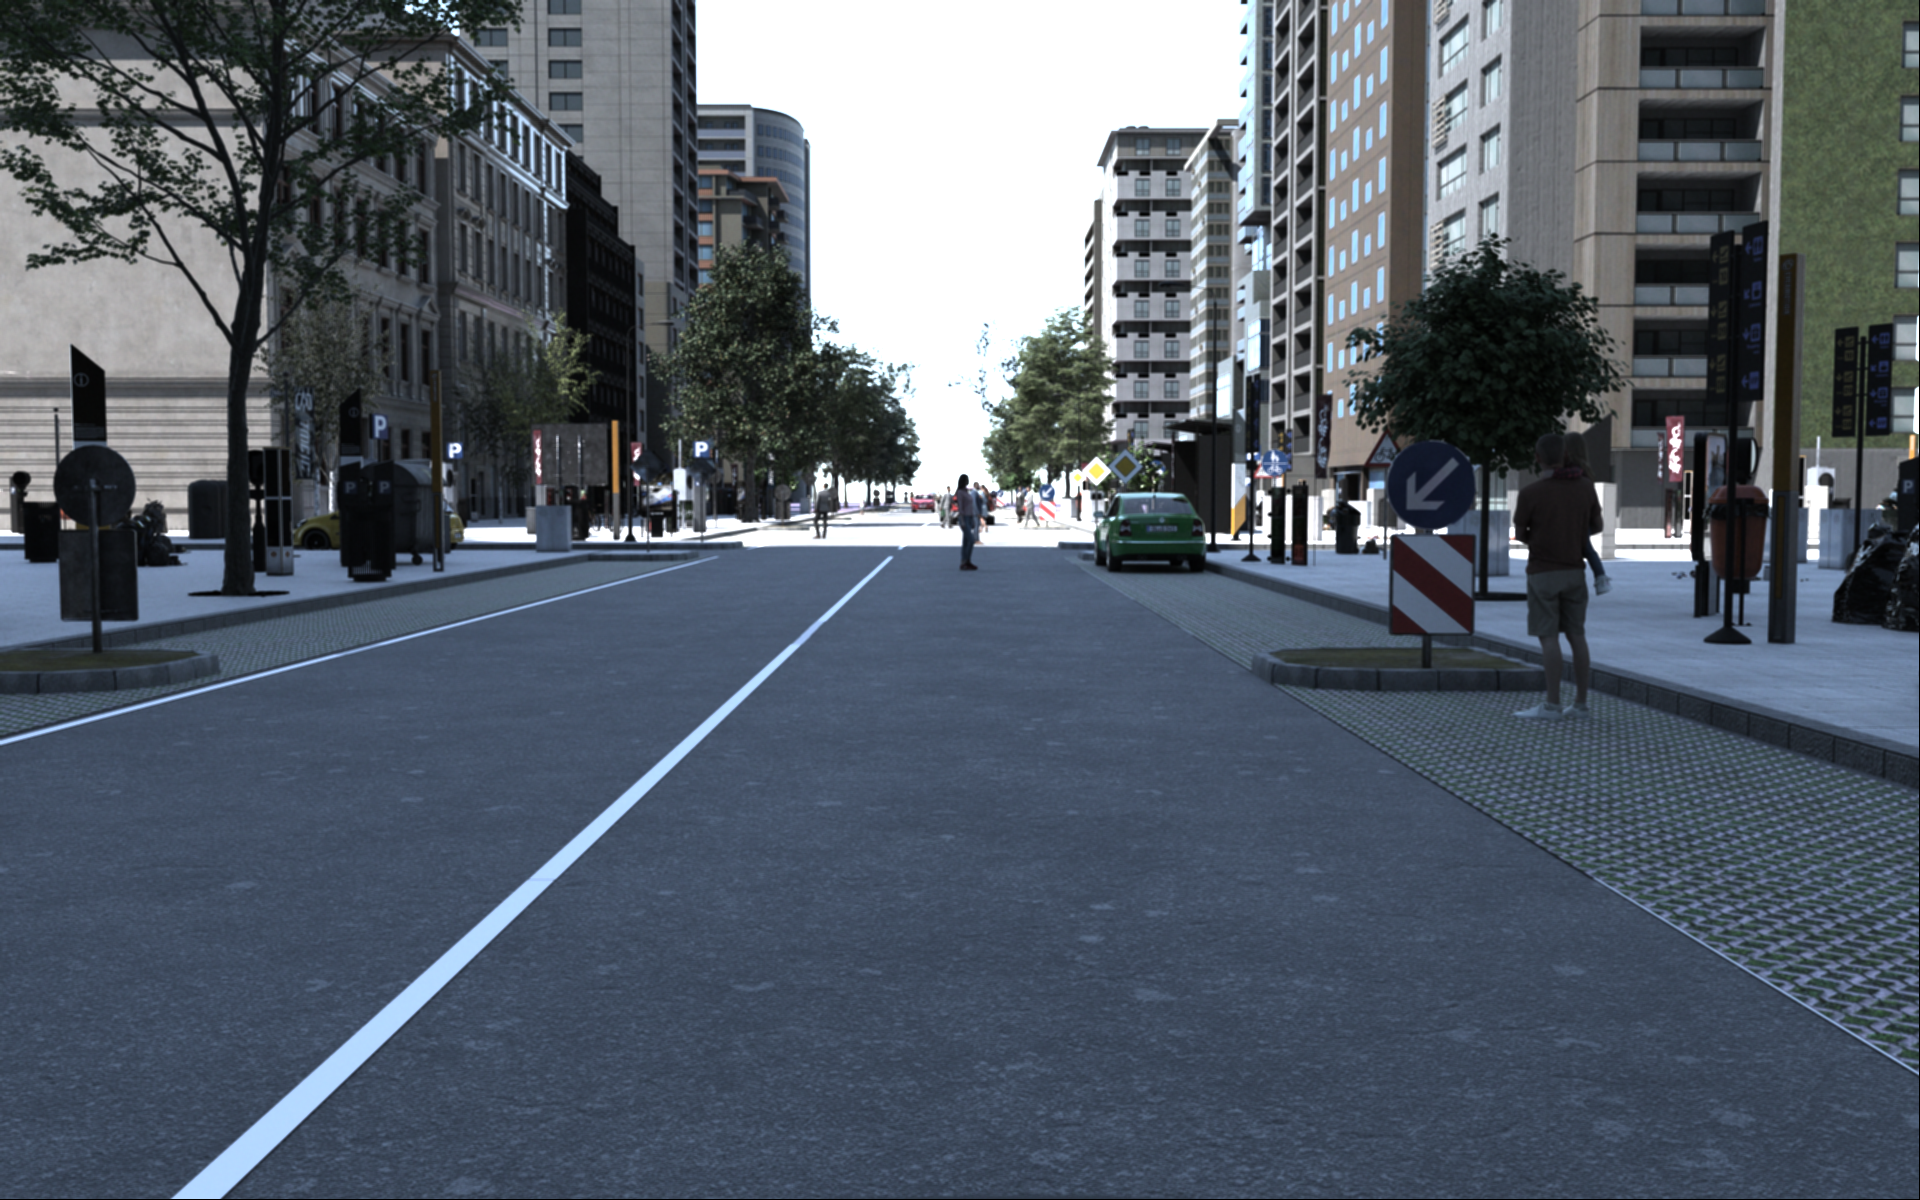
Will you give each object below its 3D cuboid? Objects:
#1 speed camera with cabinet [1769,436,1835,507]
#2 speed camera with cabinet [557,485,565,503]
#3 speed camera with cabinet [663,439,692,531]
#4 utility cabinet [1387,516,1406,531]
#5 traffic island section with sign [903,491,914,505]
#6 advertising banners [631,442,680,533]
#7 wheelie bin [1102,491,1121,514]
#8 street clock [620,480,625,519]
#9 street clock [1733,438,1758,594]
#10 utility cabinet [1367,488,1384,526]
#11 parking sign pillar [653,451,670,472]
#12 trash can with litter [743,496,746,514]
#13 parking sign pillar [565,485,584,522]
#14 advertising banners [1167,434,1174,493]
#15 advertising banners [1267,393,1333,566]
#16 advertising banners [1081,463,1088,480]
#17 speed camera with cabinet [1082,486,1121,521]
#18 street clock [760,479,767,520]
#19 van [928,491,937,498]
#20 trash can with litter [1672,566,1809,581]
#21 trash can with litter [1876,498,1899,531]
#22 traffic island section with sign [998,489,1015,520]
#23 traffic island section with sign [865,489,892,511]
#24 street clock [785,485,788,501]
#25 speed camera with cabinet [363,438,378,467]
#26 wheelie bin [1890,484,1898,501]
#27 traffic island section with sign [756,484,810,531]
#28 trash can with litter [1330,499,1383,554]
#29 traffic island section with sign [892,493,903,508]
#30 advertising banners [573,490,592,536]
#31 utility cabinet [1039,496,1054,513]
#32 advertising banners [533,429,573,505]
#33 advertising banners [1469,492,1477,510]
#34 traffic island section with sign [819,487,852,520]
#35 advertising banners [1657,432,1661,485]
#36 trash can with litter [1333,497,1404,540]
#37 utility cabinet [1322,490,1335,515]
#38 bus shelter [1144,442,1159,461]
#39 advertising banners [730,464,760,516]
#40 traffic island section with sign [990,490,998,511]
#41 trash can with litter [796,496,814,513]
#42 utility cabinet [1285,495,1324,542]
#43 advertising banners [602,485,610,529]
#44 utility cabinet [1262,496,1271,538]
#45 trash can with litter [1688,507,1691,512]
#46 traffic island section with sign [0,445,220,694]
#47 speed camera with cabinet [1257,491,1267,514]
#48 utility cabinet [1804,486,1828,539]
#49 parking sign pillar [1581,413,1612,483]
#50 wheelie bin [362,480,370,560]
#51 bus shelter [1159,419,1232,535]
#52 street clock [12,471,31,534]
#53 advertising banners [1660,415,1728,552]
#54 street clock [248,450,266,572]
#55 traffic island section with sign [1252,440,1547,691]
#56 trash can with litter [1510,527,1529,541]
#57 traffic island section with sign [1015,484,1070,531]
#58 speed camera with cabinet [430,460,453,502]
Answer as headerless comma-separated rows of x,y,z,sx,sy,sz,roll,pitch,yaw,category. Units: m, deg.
28.656,-3.951,58.927,2.038,3.252,0.660,0,4,-8,speed camera with cabinet
-20.880,-5.869,90.289,0.660,3.252,2.038,2,4,33,speed camera with cabinet
-10.200,-4.125,61.781,0.660,3.252,2.038,2,4,25,speed camera with cabinet
15.386,-3.060,61.190,0.306,1.237,1.020,3,5,44,utility cabinet
-7.021,-13.407,227.835,1.989,1.847,2.006,0,3,0,traffic island section with sign
-10.144,-3.749,57.486,2.074,3.025,0.090,2,4,32,advertising banners
7.000,-4.407,79.963,0.980,1.594,0.693,2,4,34,wheelie bin
-17.524,-5.220,89.918,0.358,2.002,0.471,0,4,-3,street clock
10.081,-1.086,22.325,0.358,2.002,0.471,3,5,41,street clock
16.457,-3.657,68.479,0.318,1.500,1.173,3,4,38,utility cabinet
-18.673,-7.345,108.566,1.447,3.967,1.447,2,4,29,parking sign pillar
-12.511,-5.400,99.684,0.624,1.170,1.055,-2,4,-31,trash can with litter
-17.514,-5.521,78.747,1.447,3.967,1.447,1,4,12,parking sign pillar
6.115,-3.304,50.204,0.090,3.025,2.074,1,4,10,advertising banners
6.109,-2.139,31.155,0.090,3.025,2.074,-1,4,-20,advertising banners
7.507,-6.110,96.089,0.090,3.025,2.074,-3,5,-45,advertising banners
6.772,-5.405,82.707,2.038,3.252,0.660,-3,4,-37,speed camera with cabinet
-9.664,-4.934,85.235,0.358,2.002,0.471,1,4,16,street clock
-4.391,-16.331,274.027,2.013,2.044,4.112,0,4,2,van
11.709,-0.941,26.438,1.678,1.210,2.233,0,4,-4,trash can with litter
26.418,-2.292,48.856,1.055,1.170,0.624,-1,4,-22,trash can with litter
3.283,-5.343,95.990,1.989,1.847,2.006,0,3,0,traffic island section with sign
-6.971,-8.414,146.193,1.989,1.847,2.006,0,3,0,traffic island section with sign
-9.701,-5.582,95.840,0.471,2.002,0.358,-1,4,-12,street clock
-15.962,-3.162,46.033,0.660,3.252,2.038,-2,4,-30,speed camera with cabinet
28.207,-2.679,51.709,0.980,1.594,0.693,-1,4,-14,wheelie bin
-6.913,-3.620,67.820,1.989,1.847,2.006,0,3,0,traffic island section with sign
8.530,-1.580,37.226,1.055,1.170,0.624,0,4,-7,trash can with litter
-6.996,-10.062,173.148,1.989,1.847,2.006,0,3,0,traffic island section with sign
-11.976,-3.466,52.861,2.074,3.025,0.090,3,4,38,advertising banners
5.800,-6.415,116.042,1.020,1.237,0.306,-1,4,-18,utility cabinet
-10.942,-3.065,46.294,0.090,3.025,2.074,-3,4,-38,advertising banners
17.776,-3.915,60.204,0.090,3.025,2.074,2,4,26,advertising banners
-6.932,-5.269,94.775,1.989,1.847,2.006,0,3,0,traffic island section with sign
20.403,-3.279,49.796,0.090,3.025,2.074,3,5,43,advertising banners
11.766,-2.334,49.215,2.233,1.210,1.678,1,4,19,trash can with litter
17.902,-4.621,84.235,0.318,1.500,1.173,0,4,-6,utility cabinet
9.533,-5.495,81.132,1.731,3.624,6.357,0,3,0,bus shelter
-12.556,-6.426,101.250,2.074,3.025,0.090,-3,5,-41,advertising banners
3.268,-8.386,145.744,1.989,1.847,2.006,0,3,0,traffic island section with sign
-10.378,-6.564,118.376,1.678,1.210,2.233,0,4,-4,trash can with litter
9.355,-2.198,47.094,1.020,1.237,0.306,3,5,40,utility cabinet
-12.951,-4.103,63.279,0.090,3.025,2.074,0,4,-5,advertising banners
9.340,-2.411,50.576,1.020,1.237,0.306,3,5,43,utility cabinet
20.750,-2.232,47.879,1.055,1.170,0.624,0,4,4,trash can with litter
-6.882,-0.284,13.268,1.989,1.847,2.006,0,3,0,traffic island section with sign
14.363,-5.663,86.928,2.038,3.252,0.660,0,4,6,speed camera with cabinet
23.658,-2.438,48.544,1.173,1.500,0.318,2,4,23,utility cabinet
20.989,-4.237,57.748,1.447,3.967,1.447,-1,4,-12,parking sign pillar
-11.502,-1.576,33.673,0.693,1.594,0.980,0,4,-6,wheelie bin
7.948,-4.057,57.616,1.731,3.624,6.357,0,3,0,bus shelter
-29.857,-3.094,55.149,0.471,2.002,0.358,0,4,2,street clock
16.188,-2.543,37.760,0.090,3.025,2.074,-2,4,-26,advertising banners
-11.549,-1.464,28.514,0.471,2.002,0.358,0,4,-2,street clock
3.339,-0.295,13.444,1.989,1.847,2.006,0,3,0,traffic island section with sign
15.691,-2.198,46.989,1.678,1.210,2.233,-3,5,-42,trash can with litter
3.303,-3.658,68.436,1.989,1.847,2.006,0,3,0,traffic island section with sign
-14.799,-3.322,48.657,0.660,3.252,2.038,0,3,0,speed camera with cabinet
